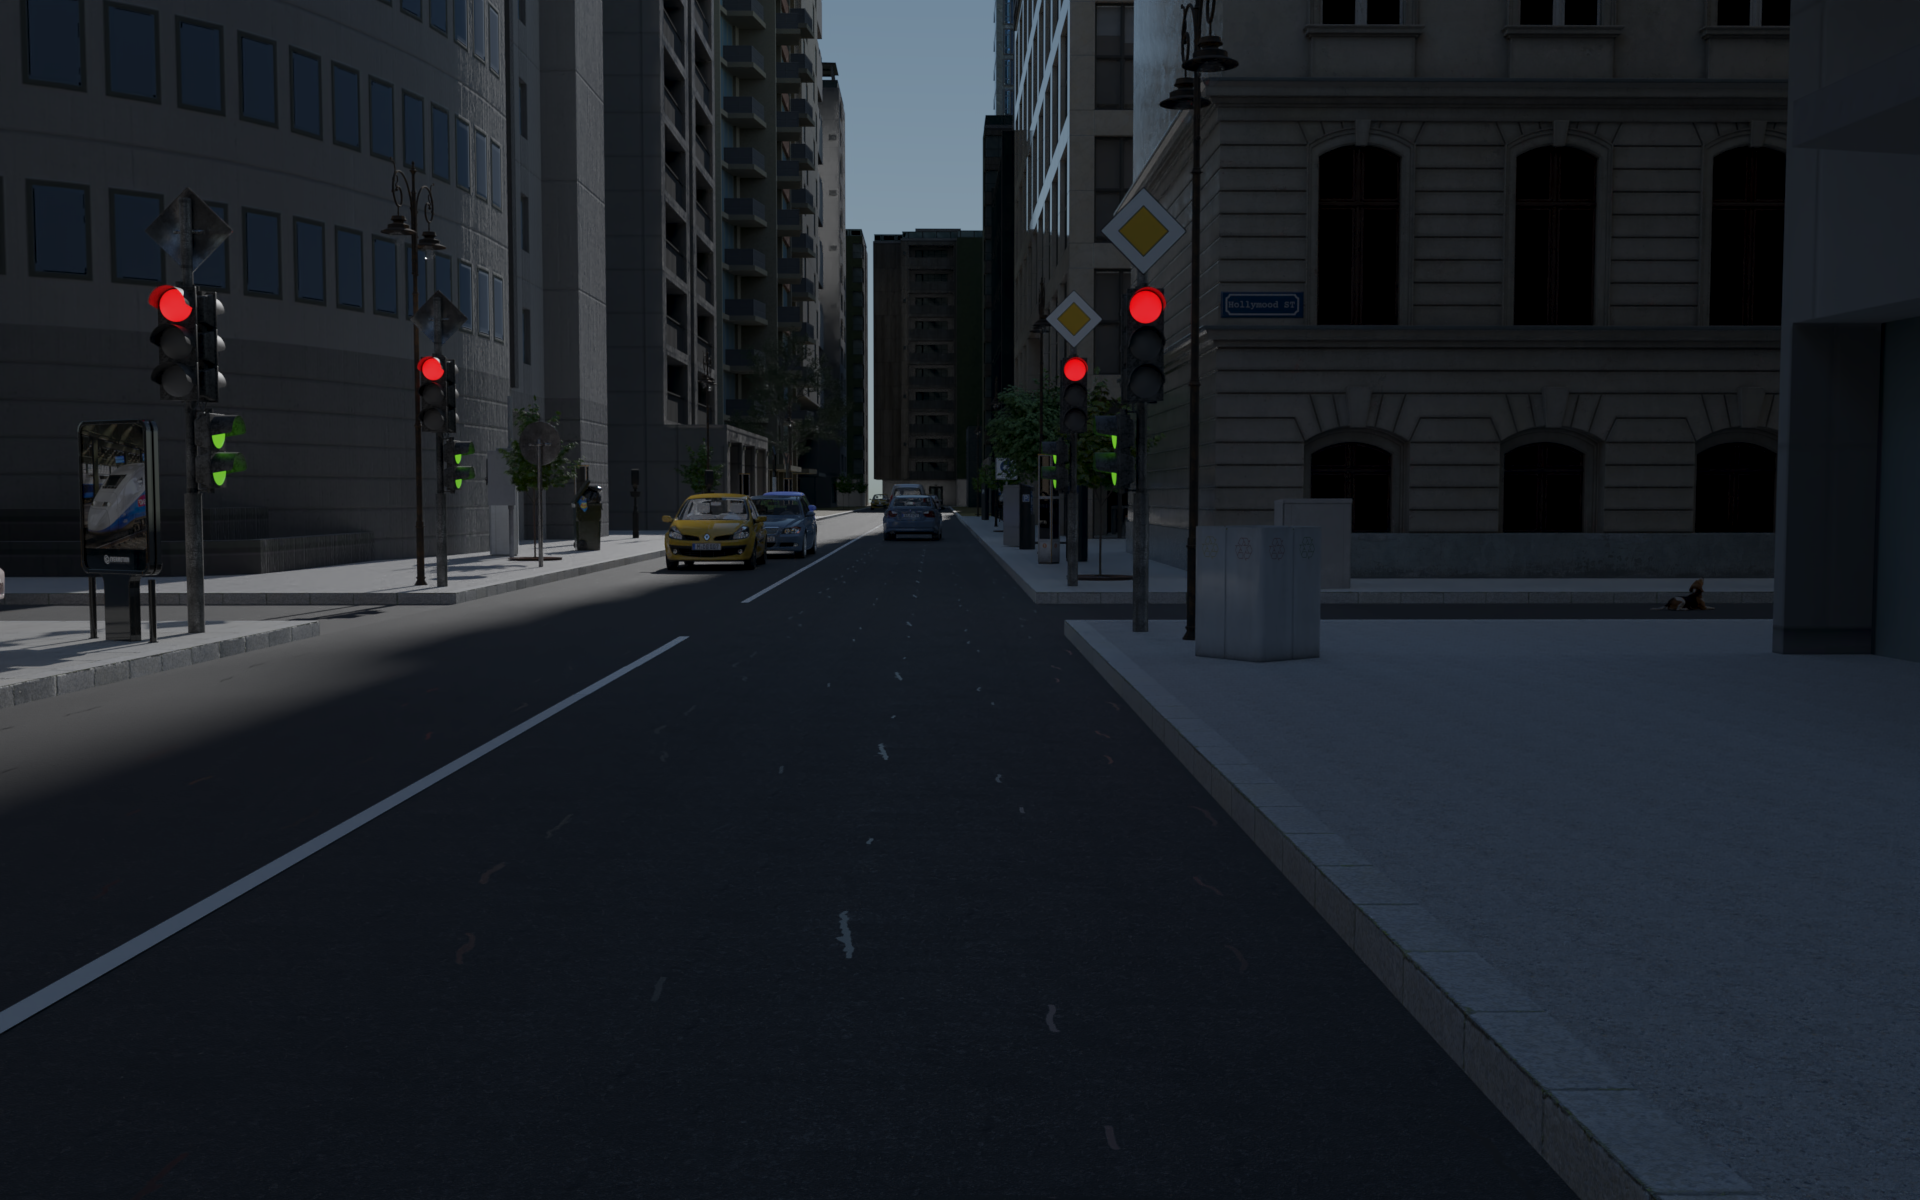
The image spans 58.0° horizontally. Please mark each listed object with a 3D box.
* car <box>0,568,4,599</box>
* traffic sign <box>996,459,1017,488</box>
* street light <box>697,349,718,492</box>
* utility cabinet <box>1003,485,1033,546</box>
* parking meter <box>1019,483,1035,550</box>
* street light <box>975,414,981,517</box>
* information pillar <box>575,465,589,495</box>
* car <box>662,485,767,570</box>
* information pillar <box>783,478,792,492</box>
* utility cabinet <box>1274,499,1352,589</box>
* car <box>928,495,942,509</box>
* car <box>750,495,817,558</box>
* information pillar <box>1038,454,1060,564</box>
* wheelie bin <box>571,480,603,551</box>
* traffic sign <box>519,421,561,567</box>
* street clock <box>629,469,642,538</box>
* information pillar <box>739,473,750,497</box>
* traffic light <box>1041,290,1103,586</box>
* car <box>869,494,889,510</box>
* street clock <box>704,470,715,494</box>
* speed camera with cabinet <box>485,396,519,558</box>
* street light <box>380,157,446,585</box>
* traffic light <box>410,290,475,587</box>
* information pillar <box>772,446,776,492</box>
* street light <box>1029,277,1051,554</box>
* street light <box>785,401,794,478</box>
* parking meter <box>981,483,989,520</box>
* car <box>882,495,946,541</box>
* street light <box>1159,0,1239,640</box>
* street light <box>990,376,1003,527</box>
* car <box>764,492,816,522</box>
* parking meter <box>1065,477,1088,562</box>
[{"bbox_3d":[-13.812,-0.484,20.278,4.827,1.381,2.083,0,4,0],"label":"car"},{"bbox_3d":[1.319,-2.880,49.218,0.606,2.300,0.079,0,4,2],"label":"traffic sign"},{"bbox_3d":[-8.051,-5.049,55.337,0.468,5.910,1.993,0,4,-1],"label":"street light"},{"bbox_3d":[1.420,-2.048,42.159,0.318,1.500,1.173,-1,4,-21],"label":"utility cabinet"},{"bbox_3d":[1.556,-1.937,40.073,0.372,1.533,0.369,0,3,0],"label":"parking meter"},{"bbox_3d":[1.023,-7.679,98.337,0.468,5.910,1.993,0,4,-1],"label":"street light"},{"bbox_3d":[-9.651,-2.431,44.247,0.304,2.012,0.304,0,4,1],"label":"information pillar"},{"bbox_3d":[-4.757,-1.455,34.006,2.015,1.641,3.980,0,4,-2],"label":"car"},{"bbox_3d":[-8.022,-4.666,80.785,0.304,2.012,0.304,2,4,25],"label":"information pillar"},{"bbox_3d":[4.774,-0.753,23.470,1.020,1.237,0.306,-1,4,-15],"label":"utility cabinet"},{"bbox_3d":[-2.470,-7.607,136.743,2.083,1.381,4.827,0,4,0],"label":"car"},{"bbox_3d":[-4.306,-1.719,40.115,2.014,1.417,4.499,0,3,0],"label":"car"},{"bbox_3d":[1.634,-1.670,31.789,0.304,2.012,0.304,2,4,35],"label":"information pillar"},{"bbox_3d":[-8.482,-1.929,39.454,0.693,1.594,0.980,-1,4,-19],"label":"wheelie bin"},{"bbox_3d":[-7.373,-1.852,30.393,0.768,2.556,0.104,1,4,8],"label":"traffic sign"},{"bbox_3d":[-9.429,-2.798,50.317,0.358,2.002,0.471,-1,4,-10],"label":"street clock"},{"bbox_3d":[-7.686,-3.501,61.741,0.304,2.012,0.304,-2,4,-32],"label":"information pillar"},{"bbox_3d":[1.552,-2.147,24.027,0.839,4.253,0.868,0,4,-1],"label":"traffic light"},{"bbox_3d":[-7.151,-8.913,155.949,2.015,1.641,3.980,0,4,-1],"label":"car"},{"bbox_3d":[-7.573,-2.921,52.329,0.358,2.002,0.471,-1,4,-15],"label":"street clock"},{"bbox_3d":[-9.414,-2.526,35.634,0.660,3.252,2.038,-1,4,-13],"label":"speed camera with cabinet"},{"bbox_3d":[-7.593,-3.146,24.221,0.468,5.910,1.993,0,4,-1],"label":"street light"},{"bbox_3d":[-7.158,-2.139,23.889,0.839,4.253,0.868,0,4,-1],"label":"traffic light"},{"bbox_3d":[-9.075,-5.706,84.643,0.183,3.616,0.504,-1,4,-18],"label":"information pillar"},{"bbox_3d":[1.743,-3.934,37.103,0.468,5.910,1.993,0,4,-1],"label":"street light"},{"bbox_3d":[-8.426,-6.914,85.829,0.468,5.910,1.993,0,4,-1],"label":"street light"},{"bbox_3d":[1.241,-4.861,85.182,0.255,1.863,0.399,-2,4,-31],"label":"parking meter"},{"bbox_3d":[-1.471,-2.607,54.633,2.014,1.417,4.499,0,4,1],"label":"car"},{"bbox_3d":[2.050,-2.587,15.086,0.468,5.910,1.993,0,4,-1],"label":"street light"},{"bbox_3d":[1.415,-5.814,67.845,0.468,5.910,1.993,0,4,-1],"label":"street light"},{"bbox_3d":[-5.076,-2.458,49.788,1.945,1.707,3.694,0,4,-1],"label":"car"},{"bbox_3d":[2.213,-1.663,32.907,0.399,1.863,0.255,3,4,38],"label":"parking meter"}]
